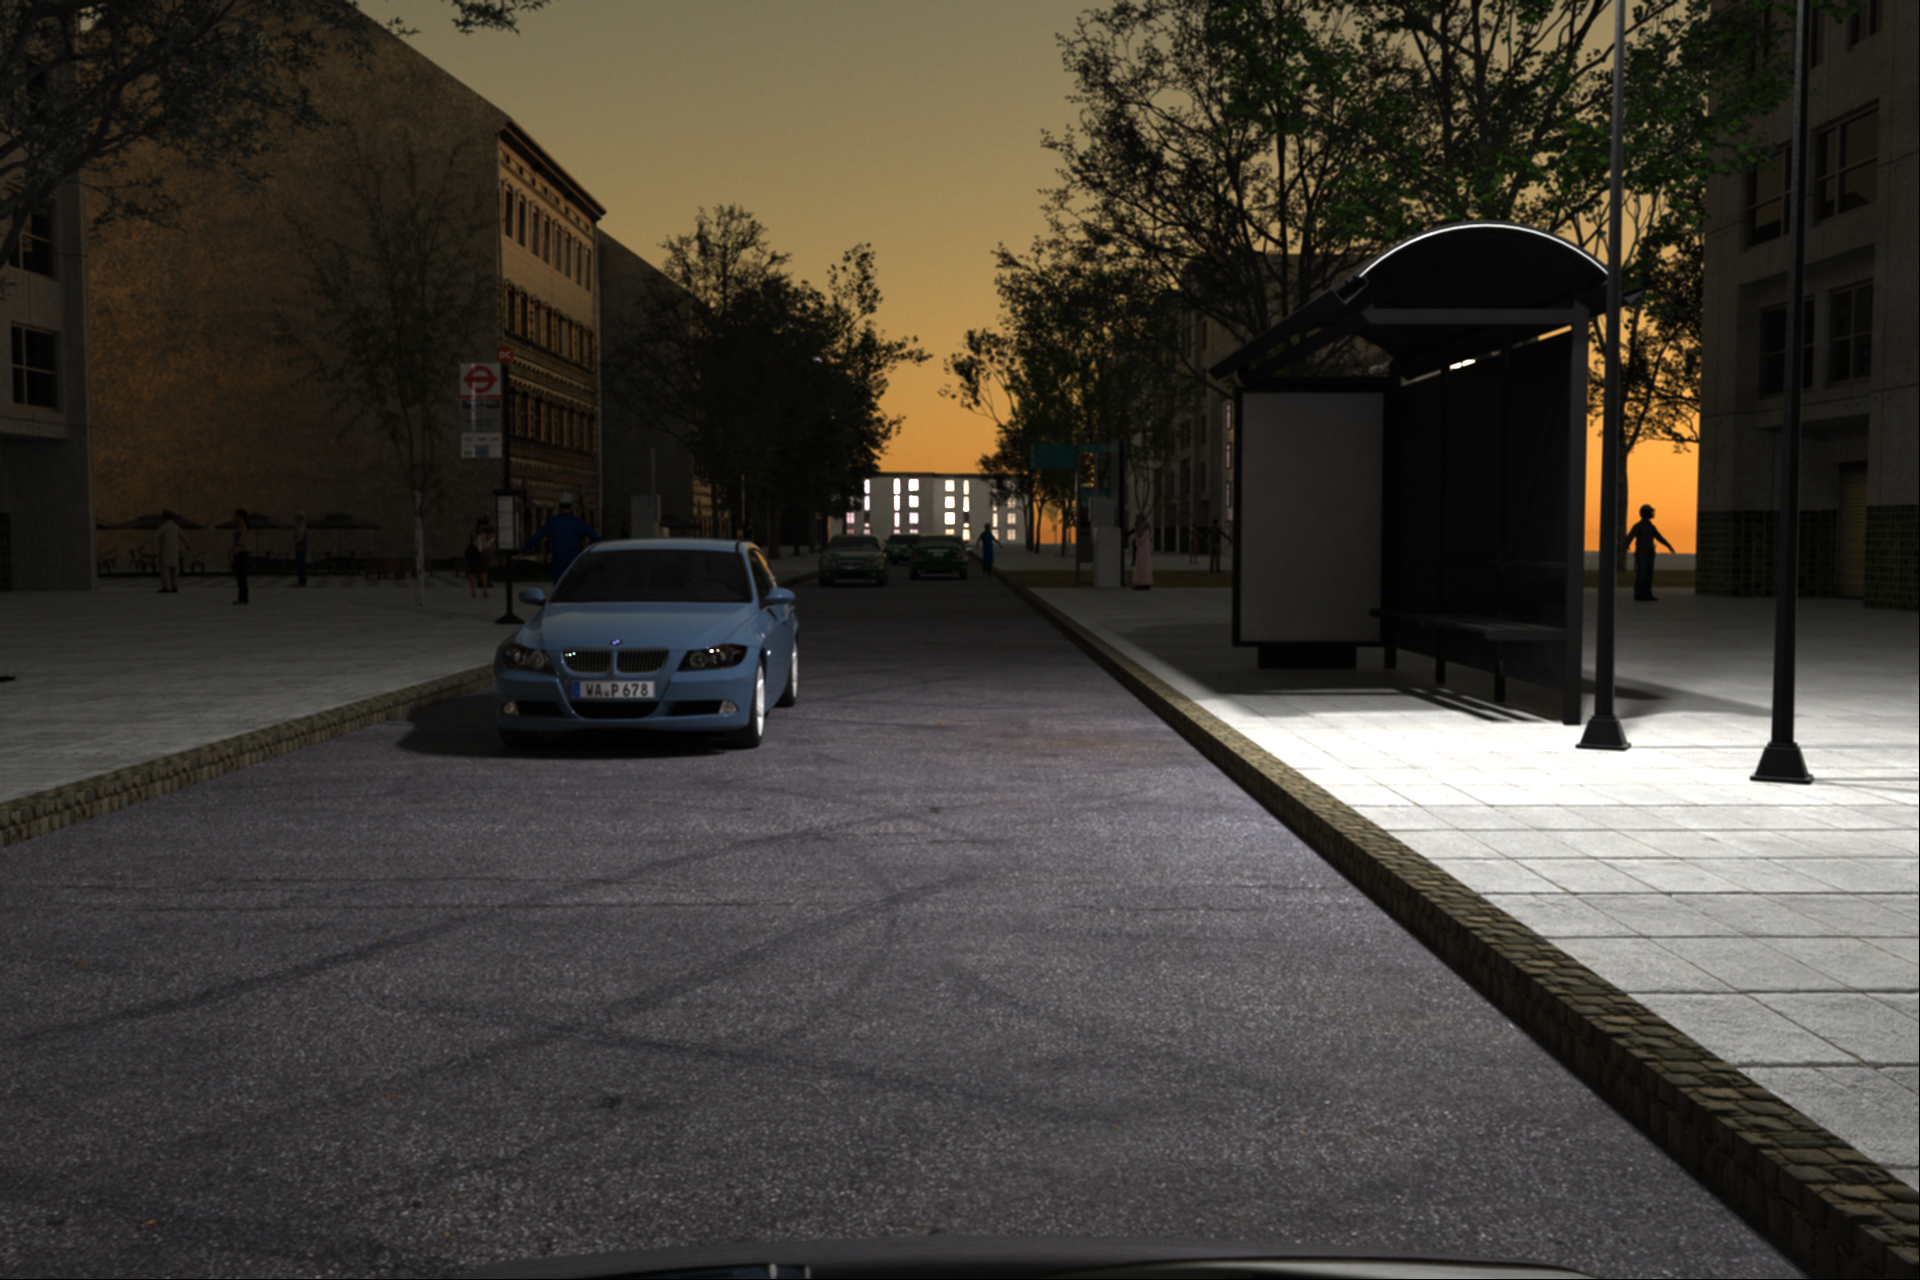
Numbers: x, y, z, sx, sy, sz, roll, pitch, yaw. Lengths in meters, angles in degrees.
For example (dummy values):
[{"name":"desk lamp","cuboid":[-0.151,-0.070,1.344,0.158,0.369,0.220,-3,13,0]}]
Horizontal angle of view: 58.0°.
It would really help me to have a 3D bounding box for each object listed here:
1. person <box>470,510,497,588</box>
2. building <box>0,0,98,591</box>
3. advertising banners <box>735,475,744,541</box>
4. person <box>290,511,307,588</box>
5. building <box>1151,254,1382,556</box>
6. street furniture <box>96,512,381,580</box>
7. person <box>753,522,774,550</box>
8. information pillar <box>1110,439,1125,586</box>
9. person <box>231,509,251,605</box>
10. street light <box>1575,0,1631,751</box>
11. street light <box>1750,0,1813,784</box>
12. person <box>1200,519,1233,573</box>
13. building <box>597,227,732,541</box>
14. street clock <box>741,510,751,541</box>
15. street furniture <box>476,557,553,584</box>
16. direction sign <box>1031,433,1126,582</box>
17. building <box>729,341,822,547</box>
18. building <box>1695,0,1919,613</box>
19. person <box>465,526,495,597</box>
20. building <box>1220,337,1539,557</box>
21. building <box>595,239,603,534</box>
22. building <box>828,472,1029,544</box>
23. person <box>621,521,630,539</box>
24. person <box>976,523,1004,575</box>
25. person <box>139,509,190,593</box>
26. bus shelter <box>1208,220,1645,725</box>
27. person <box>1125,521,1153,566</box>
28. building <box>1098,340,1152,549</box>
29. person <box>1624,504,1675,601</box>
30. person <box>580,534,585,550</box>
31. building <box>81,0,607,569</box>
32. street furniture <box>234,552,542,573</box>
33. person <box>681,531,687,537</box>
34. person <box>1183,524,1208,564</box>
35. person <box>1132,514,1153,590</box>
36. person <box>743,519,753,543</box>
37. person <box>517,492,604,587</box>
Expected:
[{"name":"person","cuboid":[-11.439,-2.196,41.680,1.354,1.858,0.705,3,5,43]},{"name":"building","cuboid":[-27.828,-9.580,23.090,16.747,18.905,31.486,0,4,-1]},{"name":"advertising banners","cuboid":[-6.403,-3.322,50.508,0.090,3.025,2.074,0,4,-1]},{"name":"person","cuboid":[-15.909,-2.192,41.695,0.705,1.847,1.347,-1,4,-12]},{"name":"building","cuboid":[23.194,-15.387,118.042,16.747,18.905,31.486,0,3,0]},{"name":"street furniture","cuboid":[-31.380,-2.644,48.265,27.439,1.986,14.083,0,4,-4]},{"name":"person","cuboid":[-8.621,-4.136,73.760,1.348,1.813,0.705,0,4,5]},{"name":"information pillar","cuboid":[3.945,-3.187,43.429,0.184,3.620,1.656,0,4,-2]},{"name":"person","cuboid":[-13.197,-1.514,31.570,0.721,1.737,1.217,-2,4,-24]},{"name":"street light","cuboid":[4.411,-2.305,10.236,1.470,5.913,1.316,0,4,-1]},{"name":"street light","cuboid":[4.834,-2.222,8.867,1.470,5.913,1.316,0,4,0]},{"name":"person","cuboid":[8.493,-3.131,57.459,1.348,1.796,0.705,3,5,42]},{"name":"building","cuboid":[-26.481,-17.691,120.172,19.493,23.208,18.063,0,4,0]},{"name":"street clock","cuboid":[-6.527,-2.945,52.713,0.358,2.002,0.471,0,4,1]},{"name":"street furniture","cuboid":[-9.881,-1.976,47.927,5.734,0.657,10.072,0,4,2]},{"name":"direction sign","cuboid":[3.149,-3.459,45.311,2.525,3.948,1.411,0,4,-2]},{"name":"building","cuboid":[-29.826,-21.029,187.793,27.936,21.610,32.646,0,4,-1]},{"name":"building","cuboid":[24.031,-9.419,20.465,16.747,18.905,31.486,0,4,0]},{"name":"person","cuboid":[-9.635,-1.572,34.938,0.799,1.438,0.628,1,4,9]},{"name":"building","cuboid":[19.879,-8.903,87.718,9.099,9.664,28.070,0,4,0]},{"name":"building","cuboid":[-27.644,-14.746,97.521,16.016,20.090,11.380,0,4,-1]},{"name":"building","cuboid":[-4.149,-17.828,236.098,28.070,9.664,9.099,-1,4,-9]},{"name":"person","cuboid":[-14.147,-4.118,73.259,0.705,1.837,1.347,0,4,4]},{"name":"person","cuboid":[0.999,-3.218,61.194,0.704,1.817,1.347,3,5,45]},{"name":"person","cuboid":[-17.370,-1.949,37.960,0.704,1.819,1.344,2,4,24]},{"name":"bus shelter","cuboid":[3.394,-1.227,13.978,2.014,3.302,5.546,0,3,0]},{"name":"person","cuboid":[7.053,-3.847,69.087,1.347,1.806,0.705,-1,4,-9]},{"name":"building","cuboid":[22.902,-18.297,165.606,16.747,18.905,31.486,0,4,0]},{"name":"person","cuboid":[13.182,-1.677,33.260,1.345,1.849,0.704,-2,4,-28]},{"name":"person","cuboid":[-12.457,-3.064,56.227,0.704,1.812,1.346,-3,4,-37]},{"name":"building","cuboid":[-26.130,-14.743,71.985,19.493,23.208,18.063,0,4,-1]},{"name":"street furniture","cuboid":[-19.267,-2.679,59.421,10.072,0.657,5.734,0,4,-7]},{"name":"person","cuboid":[-11.479,-3.884,72.773,0.599,1.433,0.991,-1,4,-18]},{"name":"person","cuboid":[10.148,-4.163,74.874,1.217,1.733,0.721,3,4,37]},{"name":"person","cuboid":[4.165,-2.023,39.789,0.621,1.740,0.551,-1,4,-19]},{"name":"person","cuboid":[-7.091,-3.162,57.664,0.705,1.833,1.349,-1,4,-18]},{"name":"person","cuboid":[-5.274,-1.061,23.228,1.347,1.842,0.705,0,4,-5]}]
